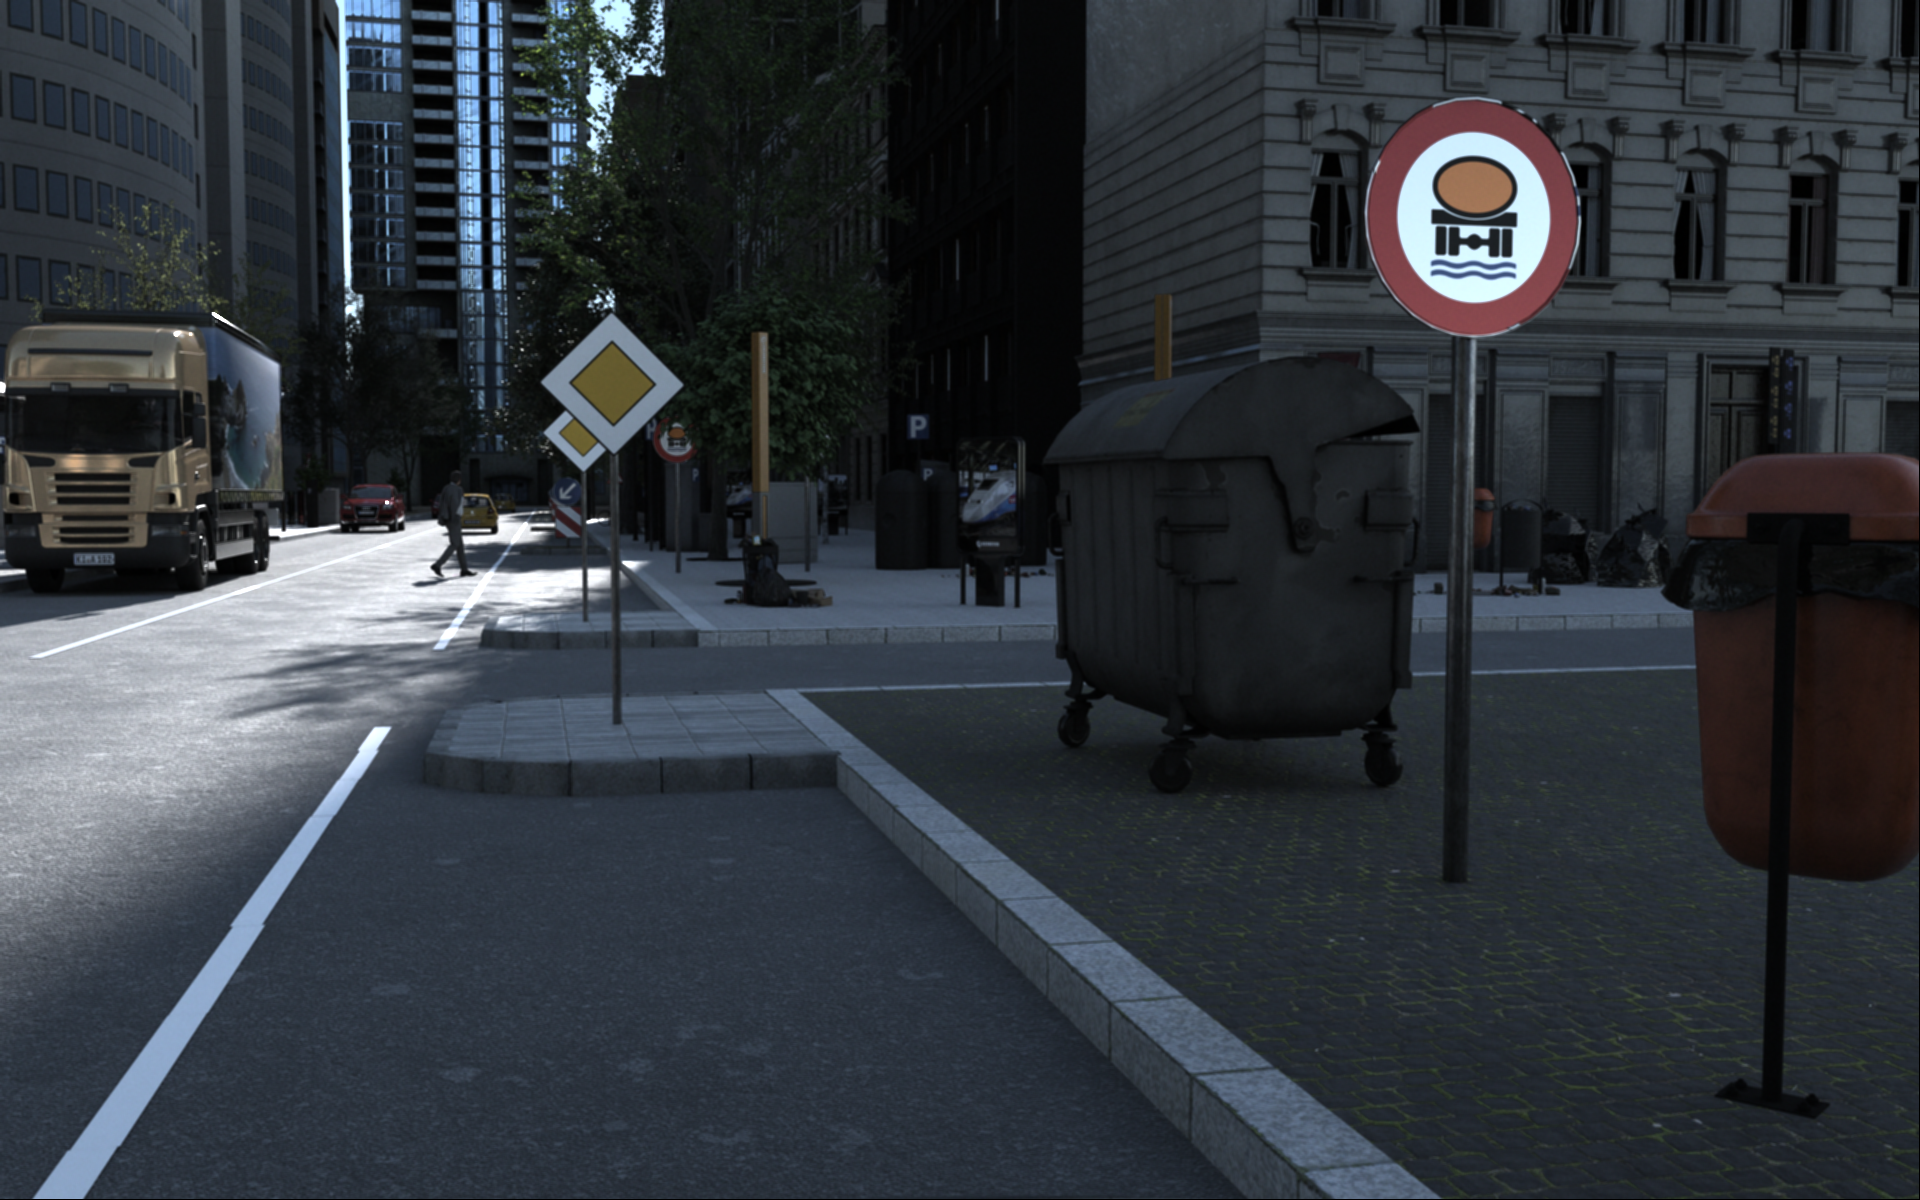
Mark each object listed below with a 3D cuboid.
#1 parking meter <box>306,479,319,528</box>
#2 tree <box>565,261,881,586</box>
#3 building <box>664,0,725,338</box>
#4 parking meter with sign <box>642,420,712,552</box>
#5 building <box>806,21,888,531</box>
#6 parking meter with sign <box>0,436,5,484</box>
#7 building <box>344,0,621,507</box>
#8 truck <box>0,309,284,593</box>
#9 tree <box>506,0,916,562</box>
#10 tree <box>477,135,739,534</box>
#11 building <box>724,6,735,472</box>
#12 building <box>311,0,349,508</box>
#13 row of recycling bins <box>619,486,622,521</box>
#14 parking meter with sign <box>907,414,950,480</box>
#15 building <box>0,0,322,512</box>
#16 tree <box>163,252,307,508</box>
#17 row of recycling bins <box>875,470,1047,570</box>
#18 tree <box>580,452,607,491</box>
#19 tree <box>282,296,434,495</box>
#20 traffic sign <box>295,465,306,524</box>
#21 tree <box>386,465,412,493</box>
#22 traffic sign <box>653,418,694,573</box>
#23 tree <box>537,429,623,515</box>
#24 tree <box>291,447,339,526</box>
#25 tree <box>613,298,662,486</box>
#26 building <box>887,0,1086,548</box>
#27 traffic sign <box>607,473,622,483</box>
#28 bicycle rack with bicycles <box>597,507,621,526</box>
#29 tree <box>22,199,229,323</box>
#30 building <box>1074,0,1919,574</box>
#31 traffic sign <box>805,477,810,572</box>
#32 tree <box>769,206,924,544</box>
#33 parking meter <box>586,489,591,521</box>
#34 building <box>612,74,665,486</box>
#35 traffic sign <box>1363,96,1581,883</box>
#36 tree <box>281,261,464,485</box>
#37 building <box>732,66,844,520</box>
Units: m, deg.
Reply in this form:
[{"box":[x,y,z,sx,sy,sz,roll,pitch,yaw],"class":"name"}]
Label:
[{"box":[-24.676,-3.686,65.974,0.399,1.863,0.255,2,4,25],"class":"parking meter"},{"box":[-2.680,-2.497,24.542,4.285,4.588,4.351,0,3,0],"class":"tree"},{"box":[-11.511,-31.299,135.440,21.300,48.544,21.600,-1,4,-13],"class":"building"},{"box":[-6.170,-2.584,38.514,1.738,3.016,0.543,1,4,22],"class":"parking meter with sign"},{"box":[0.150,-12.337,66.342,10.561,19.102,19.286,-1,4,-13],"class":"building"},{"box":[-29.525,-3.407,51.967,1.738,3.016,0.543,0,4,2],"class":"parking meter with sign"},{"box":[-53.319,-53.480,187.064,31.000,86.520,22.319,-1,4,-13],"class":"building"},{"box":[-13.231,-2.434,28.706,2.839,4.237,11.283,-1,4,-14],"class":"truck"},{"box":[-4.682,-6.552,32.877,9.928,11.665,9.643,0,3,0],"class":"tree"},{"box":[-10.535,-8.456,55.266,9.611,12.733,9.660,0,3,0],"class":"tree"},{"box":[-6.515,-41.314,113.729,20.563,71.187,20.611,-1,4,-13],"class":"building"},{"box":[-59.161,-30.153,143.106,14.200,45.320,14.600,-1,4,-13],"class":"building"},{"box":[-14.925,-4.452,79.899,1.069,1.692,3.534,1,4,13],"class":"row of recycling bins"},{"box":[-0.532,-2.591,38.623,0.543,3.016,1.738,2,4,26],"class":"parking meter with sign"},{"box":[-58.058,-35.420,121.113,21.231,58.520,28.212,-1,4,-13],"class":"building"},{"box":[-21.686,-6.209,51.886,4.737,8.622,4.395,0,3,0],"class":"tree"},{"box":[0.103,-1.421,30.345,3.534,1.692,1.069,-3,4,-38],"class":"row of recycling bins"},{"box":[-34.425,-12.746,158.764,4.360,8.622,3.978,0,3,0],"class":"tree"},{"box":[-28.316,-8.968,81.047,7.601,10.594,8.767,-2,4,-33],"class":"tree"},{"box":[-28.443,-4.588,75.119,0.768,2.556,0.104,0,4,-6],"class":"traffic sign"},{"box":[-36.539,-7.187,112.112,1.663,3.219,1.824,0,3,0],"class":"tree"},{"box":[-4.584,-1.713,28.122,0.768,2.556,0.104,0,4,-4],"class":"traffic sign"},{"box":[-22.938,-11.623,108.169,7.486,12.596,7.792,0,3,0],"class":"tree"},{"box":[-26.343,-4.646,70.563,1.663,3.219,1.824,0,3,0],"class":"tree"},{"box":[-11.862,-6.965,64.248,4.737,8.622,4.395,0,3,0],"class":"tree"},{"box":[5.486,-13.443,49.463,12.332,23.373,15.834,-1,4,-13],"class":"building"},{"box":[-17.046,-5.253,85.883,0.884,2.594,0.081,-1,4,-12],"class":"traffic sign"},{"box":[-13.176,-3.502,70.640,2.925,0.926,2.852,0,4,-4],"class":"bicycle rack with bicycles"},{"box":[-20.229,-5.643,42.629,4.360,8.622,3.978,0,3,0],"class":"tree"},{"box":[12.218,-11.249,33.067,18.267,20.994,9.793,-1,4,-13],"class":"building"},{"box":[-2.520,-1.741,28.572,0.768,2.556,0.104,-1,4,-13],"class":"traffic sign"},{"box":[-3.276,-5.756,44.478,4.737,8.622,4.395,0,3,0],"class":"tree"},{"box":[-18.120,-4.628,84.081,0.372,1.533,0.369,0,3,0],"class":"parking meter"},{"box":[-30.401,-32.999,189.647,14.200,45.320,14.600,-1,4,-13],"class":"building"},{"box":[1.644,-0.340,5.672,0.768,2.556,0.104,-1,4,-13],"class":"traffic sign"},{"box":[-31.635,-11.099,91.841,12.009,13.543,11.850,0,3,0],"class":"tree"},{"box":[-5.275,-14.419,84.897,9.793,20.994,18.267,-1,4,-13],"class":"building"}]
